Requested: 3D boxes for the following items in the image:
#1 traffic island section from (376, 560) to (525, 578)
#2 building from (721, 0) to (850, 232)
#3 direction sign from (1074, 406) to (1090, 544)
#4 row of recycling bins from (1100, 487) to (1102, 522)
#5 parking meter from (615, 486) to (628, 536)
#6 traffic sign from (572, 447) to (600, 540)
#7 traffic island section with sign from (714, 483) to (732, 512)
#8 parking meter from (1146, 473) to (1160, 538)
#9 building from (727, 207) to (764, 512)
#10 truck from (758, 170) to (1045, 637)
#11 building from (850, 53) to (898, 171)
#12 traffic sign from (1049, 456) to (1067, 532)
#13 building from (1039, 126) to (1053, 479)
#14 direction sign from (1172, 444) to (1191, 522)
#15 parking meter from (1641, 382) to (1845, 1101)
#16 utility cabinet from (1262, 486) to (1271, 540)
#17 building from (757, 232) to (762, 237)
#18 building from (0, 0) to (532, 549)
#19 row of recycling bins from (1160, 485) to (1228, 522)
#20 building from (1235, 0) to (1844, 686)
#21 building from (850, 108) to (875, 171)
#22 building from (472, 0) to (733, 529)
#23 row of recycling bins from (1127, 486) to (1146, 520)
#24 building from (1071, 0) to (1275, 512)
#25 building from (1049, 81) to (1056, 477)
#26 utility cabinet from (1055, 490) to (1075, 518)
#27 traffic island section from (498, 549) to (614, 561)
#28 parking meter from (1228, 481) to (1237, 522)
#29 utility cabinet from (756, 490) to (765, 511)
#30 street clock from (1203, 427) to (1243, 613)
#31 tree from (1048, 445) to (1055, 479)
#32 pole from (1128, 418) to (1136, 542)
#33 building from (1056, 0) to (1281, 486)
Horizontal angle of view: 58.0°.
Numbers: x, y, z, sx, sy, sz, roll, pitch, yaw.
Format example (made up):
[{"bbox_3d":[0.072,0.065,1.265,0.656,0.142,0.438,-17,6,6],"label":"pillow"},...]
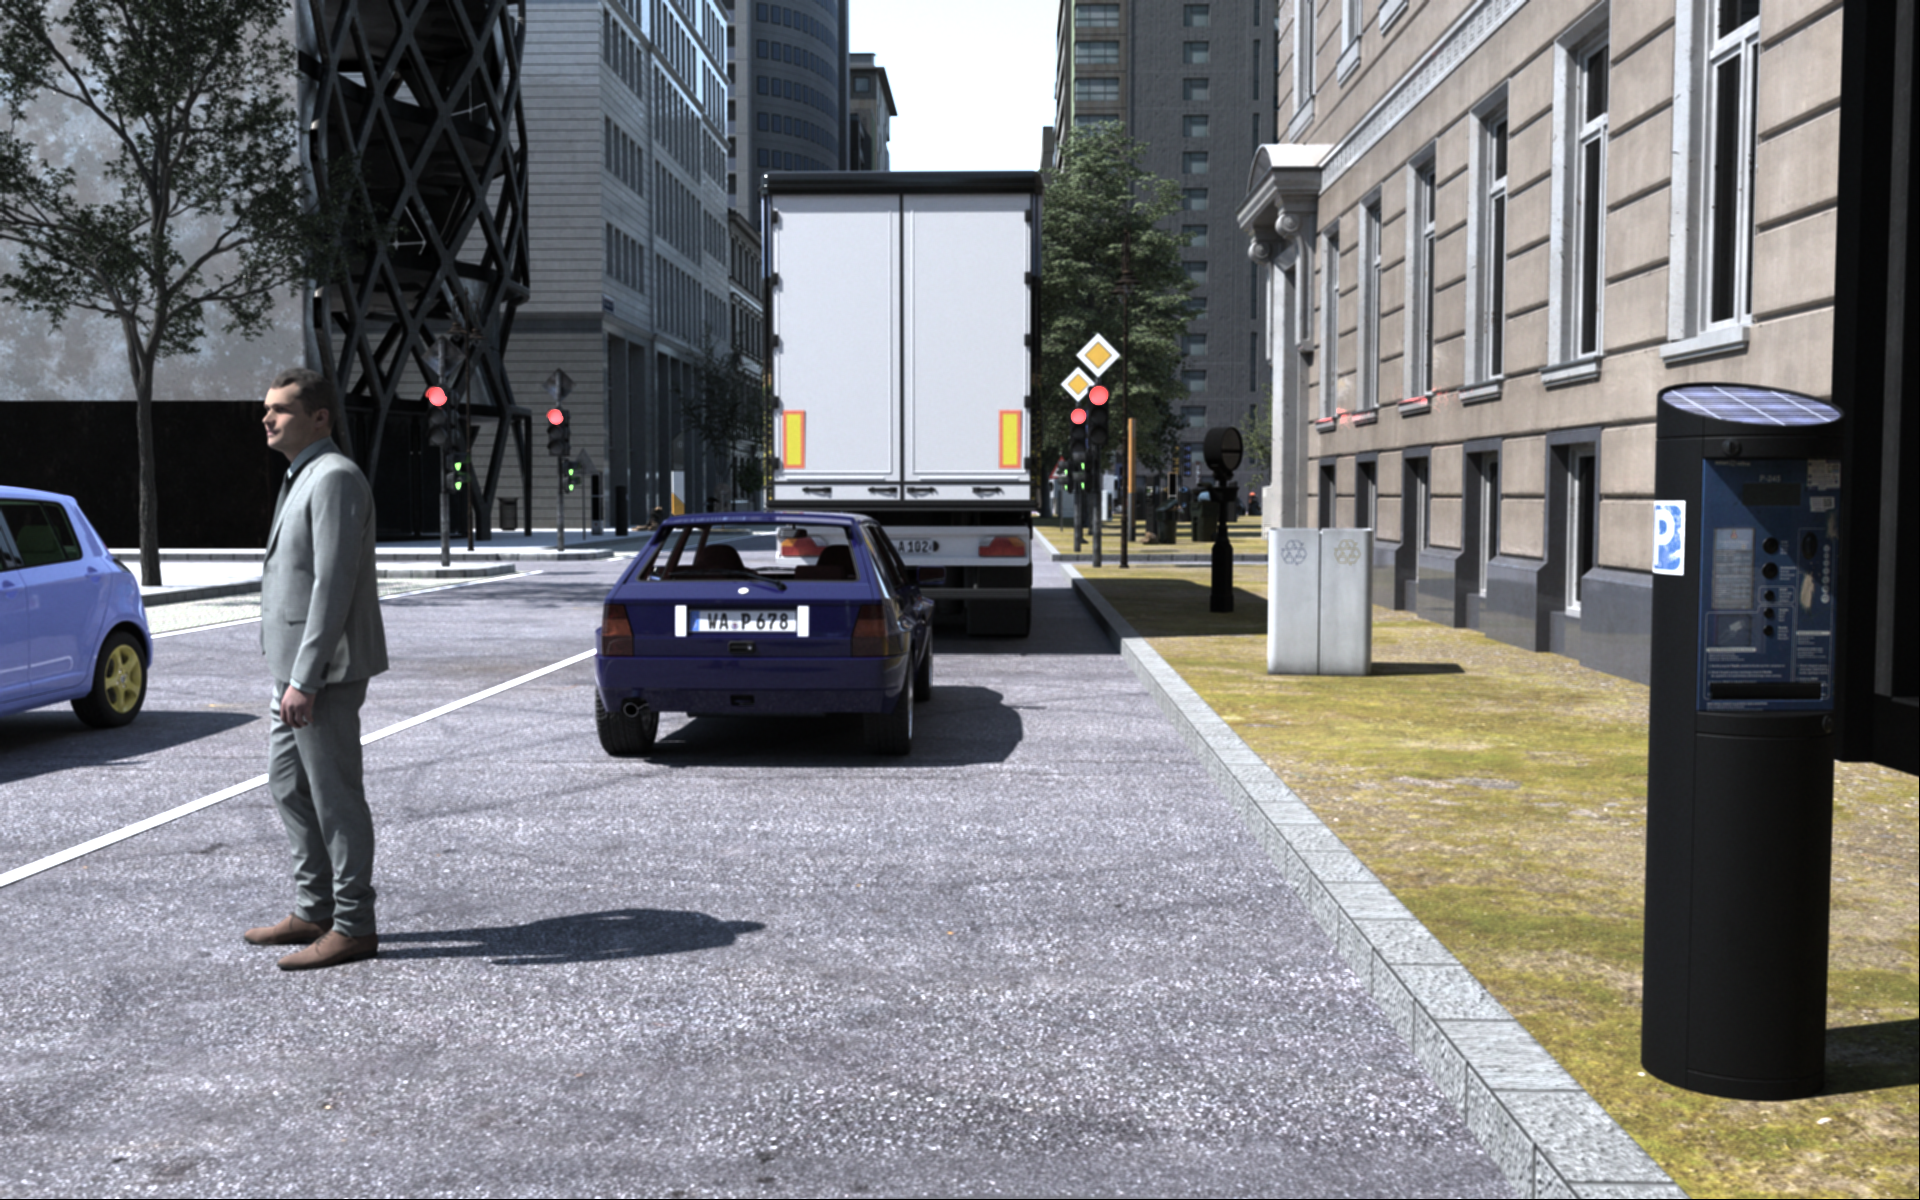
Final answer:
[{"bbox_3d":[-9.114,-0.511,30.637,2.009,0.180,2.903,0,4,1],"label":"traffic island section"},{"bbox_3d":[-21.663,-37.628,157.209,21.231,58.520,28.212,0,4,1],"label":"building"},{"bbox_3d":[3.153,-3.231,44.830,0.379,3.537,0.876,-1,4,-23],"label":"direction sign"},{"bbox_3d":[5.902,-4.338,78.042,1.069,1.692,3.534,0,4,5],"label":"row of recycling bins"},{"bbox_3d":[-10.387,-2.735,53.129,0.372,1.533,0.369,0,3,0],"label":"parking meter"},{"bbox_3d":[-10.497,-2.956,48.331,0.884,2.594,0.081,0,4,2],"label":"traffic sign"},{"bbox_3d":[-8.376,-3.208,61.072,1.989,1.847,2.006,0,4,1],"label":"traffic island section with sign"},{"bbox_3d":[5.304,-2.565,47.651,0.255,1.863,0.399,3,4,37],"label":"parking meter"},{"bbox_3d":[-16.832,-14.565,102.763,10.561,19.102,19.286,0,4,1],"label":"building"},{"bbox_3d":[-0.345,-1.941,20.654,2.839,4.237,11.283,0,4,2],"label":"truck"},{"bbox_3d":[-22.582,-38.121,212.523,28.713,52.752,27.495,0,4,1],"label":"building"},{"bbox_3d":[3.461,-3.606,58.955,0.884,2.594,0.081,1,4,9],"label":"traffic sign"},{"bbox_3d":[20.728,-36.319,217.509,21.300,48.544,21.600,0,4,1],"label":"building"},{"bbox_3d":[10.003,-5.276,78.253,0.876,3.537,0.379,1,4,23],"label":"direction sign"},{"bbox_3d":[1.709,0.282,3.793,0.372,1.533,0.369,0,3,0],"label":"parking meter"},{"bbox_3d":[8.641,-2.333,46.829,0.318,1.500,1.173,-2,4,-29],"label":"utility cabinet"},{"bbox_3d":[-24.828,-17.381,129.220,27.650,21.520,28.899,0,4,1],"label":"building"},{"bbox_3d":[-21.065,-11.071,48.455,16.820,18.784,16.811,0,4,1],"label":"building"},{"bbox_3d":[10.618,-4.412,79.256,3.534,1.692,1.069,0,4,4],"label":"row of recycling bins"},{"bbox_3d":[10.988,-14.166,17.520,13.634,28.700,20.117,0,4,1],"label":"building"},{"bbox_3d":[-16.200,-30.283,178.718,14.154,41.232,14.086,0,4,1],"label":"building"},{"bbox_3d":[-18.088,-18.359,77.668,11.434,29.767,29.804,0,4,1],"label":"building"},{"bbox_3d":[8.992,-4.821,85.943,1.069,1.692,3.534,1,4,15],"label":"row of recycling bins"},{"bbox_3d":[15.143,-27.170,127.823,14.154,41.232,14.086,0,4,1],"label":"building"},{"bbox_3d":[20.558,-33.740,171.253,23.786,49.044,30.456,0,4,1],"label":"building"},{"bbox_3d":[5.798,-5.115,92.312,1.173,1.500,0.318,-2,4,-27],"label":"utility cabinet"},{"bbox_3d":[-8.917,-0.999,38.620,2.009,0.180,2.903,0,4,1],"label":"traffic island section"},{"bbox_3d":[12.322,-4.442,78.341,0.399,1.863,0.255,2,4,27],"label":"parking meter"},{"bbox_3d":[-10.591,-5.230,94.185,0.318,1.500,1.173,2,4,34],"label":"utility cabinet"},{"bbox_3d":[2.853,-0.871,18.810,0.358,2.002,0.471,3,4,39],"label":"street clock"},{"bbox_3d":[5.677,-11.820,143.617,4.737,8.622,4.395,0,3,0],"label":"tree"},{"bbox_3d":[4.632,-3.230,46.654,0.158,3.312,0.155,0,3,0],"label":"pole"},{"bbox_3d":[19.006,-31.903,145.320,21.300,48.544,21.600,0,4,1],"label":"building"}]
